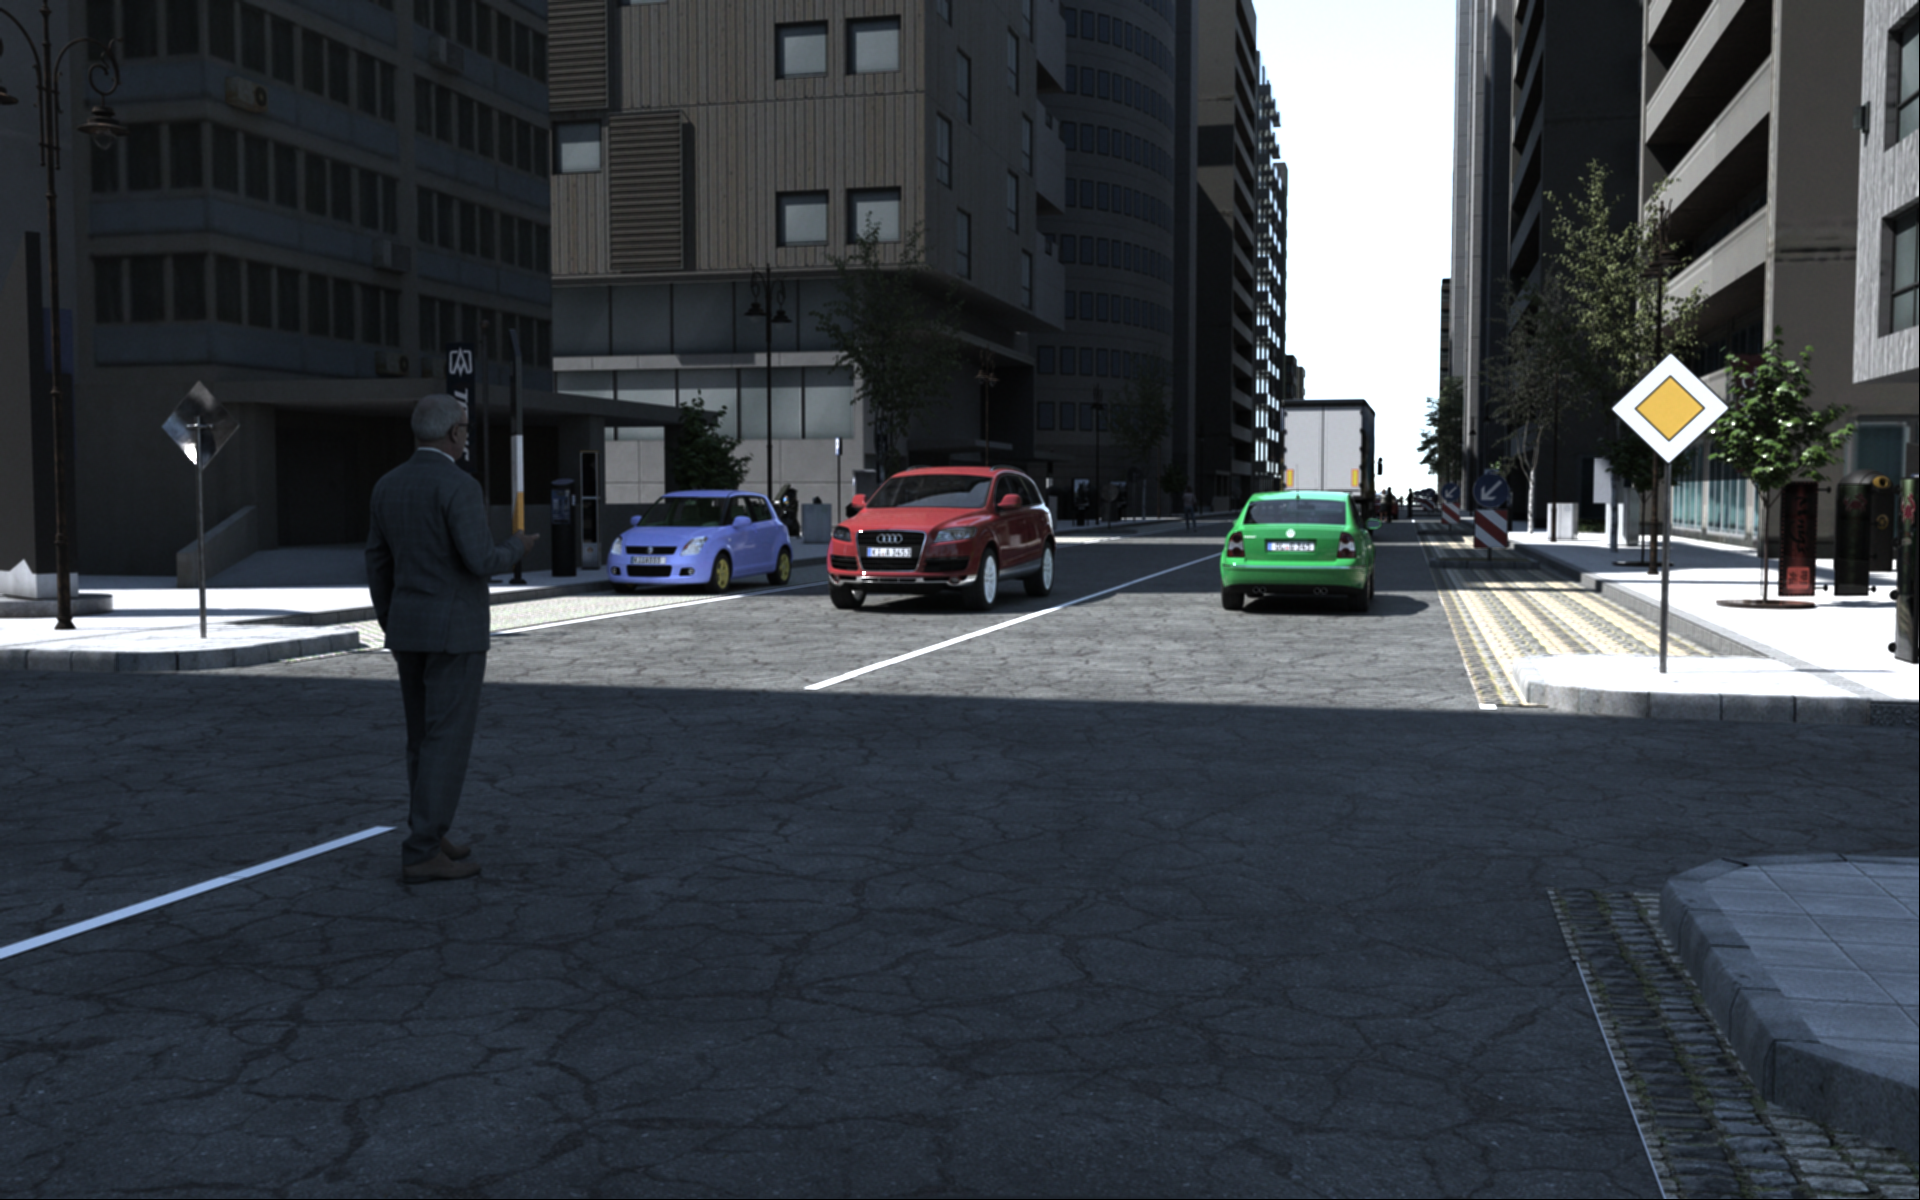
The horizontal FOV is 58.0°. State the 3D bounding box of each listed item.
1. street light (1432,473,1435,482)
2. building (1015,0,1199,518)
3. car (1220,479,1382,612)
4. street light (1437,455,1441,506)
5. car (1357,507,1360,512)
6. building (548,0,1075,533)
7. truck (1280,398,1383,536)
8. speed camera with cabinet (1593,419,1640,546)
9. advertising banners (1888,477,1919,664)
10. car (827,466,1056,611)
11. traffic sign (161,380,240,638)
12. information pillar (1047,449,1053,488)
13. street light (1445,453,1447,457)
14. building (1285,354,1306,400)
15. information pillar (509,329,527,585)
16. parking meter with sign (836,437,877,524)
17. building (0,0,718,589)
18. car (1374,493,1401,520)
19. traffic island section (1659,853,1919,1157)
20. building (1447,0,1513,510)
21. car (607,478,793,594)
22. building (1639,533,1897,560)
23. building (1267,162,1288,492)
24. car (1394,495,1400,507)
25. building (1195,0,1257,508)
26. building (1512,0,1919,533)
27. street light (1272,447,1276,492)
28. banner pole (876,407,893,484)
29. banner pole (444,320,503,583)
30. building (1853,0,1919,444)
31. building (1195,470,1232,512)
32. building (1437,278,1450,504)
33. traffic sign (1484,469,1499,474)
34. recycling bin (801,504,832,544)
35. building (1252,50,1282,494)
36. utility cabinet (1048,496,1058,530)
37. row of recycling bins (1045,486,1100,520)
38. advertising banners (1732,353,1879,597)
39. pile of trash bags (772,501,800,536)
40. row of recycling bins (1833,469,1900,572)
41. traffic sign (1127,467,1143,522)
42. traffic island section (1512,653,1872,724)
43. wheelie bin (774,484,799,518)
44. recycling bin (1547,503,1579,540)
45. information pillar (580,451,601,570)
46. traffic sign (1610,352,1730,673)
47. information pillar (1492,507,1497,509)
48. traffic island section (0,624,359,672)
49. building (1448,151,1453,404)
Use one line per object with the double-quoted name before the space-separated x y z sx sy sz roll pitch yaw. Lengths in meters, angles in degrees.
"street light" 55.510 -13.980 201.367 0.468 5.910 1.993 1 4 14
"building" 2.236 -34.401 104.460 21.231 58.520 28.212 1 4 14
"car" 4.476 -0.843 22.577 1.959 1.807 4.718 1 4 15
"street light" 50.522 -12.801 182.091 0.468 5.910 1.993 1 4 14
"car" 9.024 -2.125 43.547 1.959 1.807 4.718 1 4 15
"building" -10.892 -29.417 70.213 28.713 52.752 27.495 1 4 14
"truck" 12.181 -4.133 56.485 2.839 4.237 11.283 1 4 15
"speed camera with cabinet" 16.157 -2.952 42.597 0.660 3.252 2.038 3 4 36
"advertising banners" 7.108 -0.996 12.478 0.090 3.025 2.074 1 4 12
"car" -0.131 -0.881 23.073 2.281 1.827 5.304 1 4 16
"traffic sign" -6.731 -0.716 15.355 0.795 2.450 0.064 1 4 14
"information pillar" 4.654 -6.019 89.759 0.183 3.616 0.504 2 4 34
"street light" 44.528 -11.343 158.247 0.468 5.910 1.993 1 4 14
"building" 31.383 -23.655 231.797 27.650 21.520 28.899 1 4 14
"information pillar" -6.278 -2.030 24.541 0.183 3.616 0.504 -2 4 -24
"parking meter with sign" -2.933 -3.503 53.541 1.738 3.016 0.543 -1 4 -16
"building" -22.040 -20.918 33.896 32.217 40.220 23.993 1 4 14
"car" 23.994 -5.476 98.579 2.155 1.783 4.494 1 4 13
"traffic island section" 3.079 1.077 4.674 2.009 0.180 2.903 1 4 14
"building" 63.302 -39.302 184.591 21.231 58.520 28.212 1 4 14
"car" -3.874 -1.003 25.988 1.945 1.707 3.694 1 4 16
"building" 28.930 -25.491 40.472 21.300 48.544 21.600 1 4 14
"building" 31.813 -32.132 208.948 14.154 41.232 14.086 1 4 14
"car" 33.335 -7.536 135.214 2.014 1.417 4.499 1 4 15
"building" 14.325 -32.348 152.590 21.300 48.544 21.600 1 4 14
"building" 34.368 -27.335 70.629 21.300 48.544 21.600 1 4 14
"street light" 30.897 -12.109 170.770 0.468 5.910 1.993 1 4 14
"banner pole" -2.123 -3.655 49.775 0.863 3.779 0.401 3 5 43
"banner pole" -7.050 -2.141 25.029 0.863 3.779 0.401 1 4 15
"building" 17.933 -14.949 16.112 14.107 30.474 14.160 1 4 14
"building" 3.961 -26.886 131.467 32.217 40.220 23.993 1 4 14
"building" 70.807 -28.023 229.884 14.160 30.474 14.107 1 4 14
"traffic sign" 21.423 -4.142 69.849 0.606 2.300 0.079 2 4 23
"recycling bin" -3.727 -1.984 44.992 0.722 1.027 0.722 -1 4 -10
"building" 22.872 -34.752 187.810 23.786 49.044 30.456 1 4 14
"utility cabinet" 3.310 -3.082 61.558 0.306 1.237 1.020 0 4 5
"row of recycling bins" 5.655 -4.835 86.170 3.534 1.692 1.069 -3 5 -43
"advertising banners" 10.541 -1.559 21.675 2.074 3.025 0.090 -1 4 -8
"pile of trash bags" -6.683 -2.628 52.720 3.447 1.369 1.912 -2 4 -23
"row of recycling bins" 16.386 -1.312 28.566 3.534 1.692 1.069 1 4 17
"traffic sign" 8.058 -4.891 80.077 0.768 2.556 0.104 2 4 24
"traffic island section" 5.056 0.604 12.411 2.009 0.180 2.903 1 4 14
"wheelie bin" -5.524 -2.897 55.272 0.693 1.594 0.980 -1 4 -23
"recycling bin" 16.901 -2.202 48.563 0.722 1.027 0.722 2 4 29
"information pillar" -6.266 -1.523 29.386 0.304 2.012 0.304 0 4 -4
"traffic sign" 5.031 -0.532 12.340 0.795 2.450 0.064 1 4 14
"information pillar" 25.214 -4.733 81.879 0.304 2.012 0.304 0 4 6
"traffic island section" -6.756 0.419 15.423 2.009 0.180 2.903 1 4 14
"building" 70.661 -35.848 209.824 21.300 48.544 21.600 1 4 14
